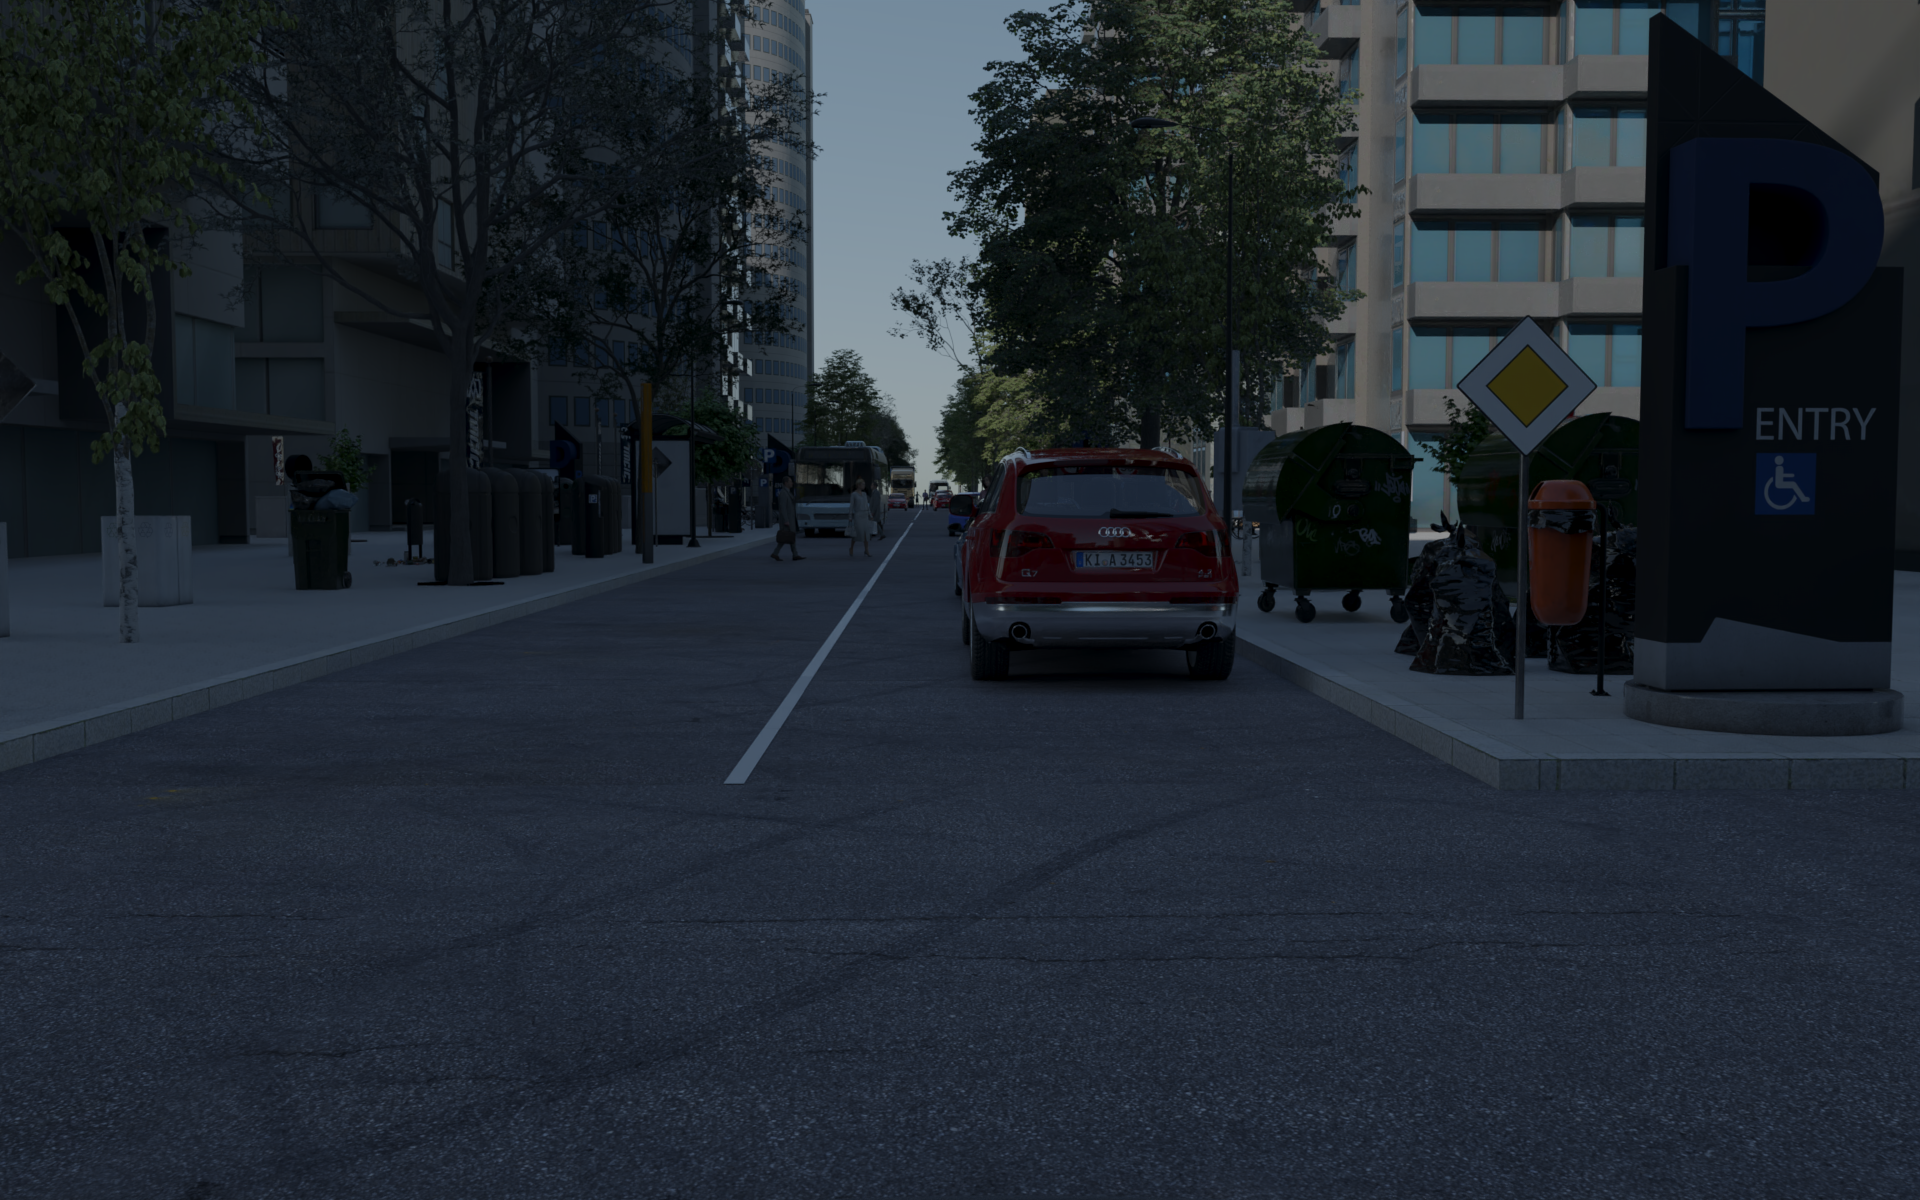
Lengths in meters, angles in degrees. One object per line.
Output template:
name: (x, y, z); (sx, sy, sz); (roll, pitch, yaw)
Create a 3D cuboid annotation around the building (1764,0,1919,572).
building: (26.200, -24.764, 28.598); (21.600, 48.544, 21.300); (0, 4, -1)

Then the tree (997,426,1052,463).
tree: (3.397, -5.824, 78.931); (4.285, 4.588, 4.351); (0, 3, 0)

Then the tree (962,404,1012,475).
tree: (2.226, -10.742, 125.989); (4.360, 8.622, 3.978); (0, 3, 0)

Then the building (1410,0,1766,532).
building: (24.049, -27.510, 69.390); (23.786, 49.044, 30.456); (0, 4, -1)

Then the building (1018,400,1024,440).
building: (21.847, -23.569, 230.396); (27.650, 21.520, 28.899); (0, 4, -1)

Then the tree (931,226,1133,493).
tree: (3.723, -9.256, 69.469); (7.486, 12.596, 7.792); (0, 3, 0)

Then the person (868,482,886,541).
person: (-2.661, -2.744, 53.462); (0.767, 1.812, 0.694); (0, 4, -4)

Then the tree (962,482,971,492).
tree: (1.008, -12.779, 203.544); (1.663, 3.219, 1.824); (0, 3, 0)

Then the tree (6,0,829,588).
tree: (-7.062, -6.956, 24.107); (12.009, 13.543, 11.850); (0, 3, 0)

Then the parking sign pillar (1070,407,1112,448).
parking sign pillar: (4.046, -3.971, 53.393); (1.447, 3.967, 1.447); (0, 4, 0)

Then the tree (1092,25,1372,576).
tree: (4.250, -4.679, 26.865); (4.737, 8.622, 4.395); (0, 3, 0)

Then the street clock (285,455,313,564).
street clock: (-12.120, -1.665, 31.789); (0.358, 2.002, 0.471); (1, 4, 22)

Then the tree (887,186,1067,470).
tree: (1.370, -15.473, 108.875); (12.611, 20.169, 13.585); (0, 3, 0)

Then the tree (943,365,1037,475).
tree: (2.170, -12.854, 135.913); (9.928, 11.665, 9.643); (0, 3, 0)

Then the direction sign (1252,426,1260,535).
direction sign: (9.094, -3.791, 53.972); (0.379, 3.537, 0.876); (-1, 4, -22)

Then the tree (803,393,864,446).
tree: (-8.866, -10.658, 124.614); (4.737, 8.622, 4.395); (0, 3, 0)

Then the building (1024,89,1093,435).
building: (18.792, -35.512, 204.316); (21.300, 48.544, 21.600); (0, 4, -1)

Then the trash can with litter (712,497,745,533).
trash can with litter: (-7.753, -2.840, 57.821); (1.055, 1.170, 0.624); (-2, 4, -30)

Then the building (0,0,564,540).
building: (-30.703, -29.073, 64.576); (28.713, 52.752, 27.495); (0, 4, -1)

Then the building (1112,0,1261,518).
building: (22.124, -48.432, 104.532); (22.319, 86.520, 31.000); (0, 4, -1)

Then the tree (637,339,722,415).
tree: (-12.909, -7.843, 78.599); (4.360, 8.622, 3.978); (0, 3, 0)

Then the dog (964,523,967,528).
dog: (0.160, -1.321, 38.434); (0.513, 0.831, 0.800); (1, 4, 9)

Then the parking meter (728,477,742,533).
parking meter: (-7.379, -3.128, 56.860); (0.399, 1.863, 0.255); (1, 4, 20)

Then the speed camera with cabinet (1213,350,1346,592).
speed camera with cabinet: (4.347, -1.783, 23.481); (0.660, 3.252, 2.038); (-3, 4, -36)

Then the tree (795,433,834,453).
tree: (-7.876, -6.682, 92.956); (4.285, 4.588, 4.351); (0, 3, 0)

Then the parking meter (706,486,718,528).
parking meter: (-9.252, -3.601, 64.586); (0.399, 1.863, 0.255); (-2, 4, -28)

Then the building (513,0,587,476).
building: (-25.917, -33.981, 97.584); (21.231, 58.520, 28.212); (0, 4, -1)

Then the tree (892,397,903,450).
tree: (-9.695, -15.208, 159.014); (12.009, 13.543, 11.850); (0, 3, 0)

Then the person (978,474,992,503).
person: (0.541, -1.581, 34.353); (0.555, 1.821, 0.388); (0, 4, 8)

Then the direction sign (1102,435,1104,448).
direction sign: (4.084, -3.518, 49.523); (0.379, 3.537, 0.876); (0, 4, 4)

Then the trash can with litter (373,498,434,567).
trash can with litter: (-10.203, -1.257, 31.609); (1.678, 1.210, 2.233); (0, 4, 4)

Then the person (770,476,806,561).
person: (-3.685, -1.748, 37.184); (0.767, 1.812, 0.694); (0, 4, 0)

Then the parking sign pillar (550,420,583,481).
parking sign pillar: (-14.171, -4.518, 62.349); (1.447, 3.967, 1.447); (2, 4, 34)

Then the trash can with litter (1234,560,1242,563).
trash can with litter: (4.263, -1.317, 32.597); (2.233, 1.210, 1.678); (3, 5, 45)

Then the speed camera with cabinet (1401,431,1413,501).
speed camera with cabinet: (13.261, -3.694, 54.729); (2.038, 3.252, 0.660); (1, 4, 16)

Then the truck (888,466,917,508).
truck: (-5.852, -11.517, 177.218); (2.839, 4.237, 11.283); (0, 4, -1)

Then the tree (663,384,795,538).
tree: (-7.511, -4.133, 51.287); (4.285, 4.588, 4.351); (0, 3, 0)

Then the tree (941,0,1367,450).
tree: (4.256, -8.065, 38.519); (9.857, 13.997, 8.962); (0, 3, 0)

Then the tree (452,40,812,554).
tree: (-6.928, -6.251, 36.616); (8.767, 10.594, 7.601); (1, 4, 8)

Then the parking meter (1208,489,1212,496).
parking meter: (10.959, -4.177, 76.707); (0.372, 1.533, 0.369); (0, 3, 0)

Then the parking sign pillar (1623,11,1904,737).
parking sign pillar: (4.555, -1.302, 9.752); (1.447, 3.967, 1.447); (0, 4, -3)

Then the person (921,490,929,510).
person: (-3.120, -8.986, 155.293); (0.709, 1.838, 0.599); (0, 4, -3)

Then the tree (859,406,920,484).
tree: (-10.665, -18.763, 223.789); (9.611, 12.733, 9.660); (0, 3, 0)

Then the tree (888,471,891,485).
tree: (-8.813, -12.545, 188.828); (4.285, 4.588, 4.351); (0, 3, 0)

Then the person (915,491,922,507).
person: (-4.639, -10.815, 186.107); (1.217, 1.735, 0.721); (-2, 4, -29)

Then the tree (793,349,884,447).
tree: (-9.380, -13.287, 135.375); (7.486, 12.596, 7.792); (0, 3, 0)

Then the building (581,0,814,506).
building: (-27.466, -39.603, 189.506); (21.231, 58.520, 28.212); (0, 4, -1)

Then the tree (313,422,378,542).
tree: (-16.368, -3.174, 46.502); (1.663, 3.219, 1.824); (0, 3, 0)

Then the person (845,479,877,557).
person: (-2.281, -1.887, 39.703); (0.694, 1.780, 0.624); (-2, 4, -29)

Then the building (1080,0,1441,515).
building: (21.176, -31.604, 136.335); (23.786, 49.044, 30.456); (0, 4, -1)

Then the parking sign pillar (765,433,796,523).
parking sign pillar: (-7.885, -5.366, 76.212); (1.447, 3.967, 1.447); (1, 4, 17)

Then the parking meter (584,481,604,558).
parking meter: (-7.338, -1.610, 34.734); (0.372, 1.533, 0.369); (0, 3, 0)

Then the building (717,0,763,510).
building: (-27.348, -31.041, 127.133); (23.786, 49.044, 30.456); (0, 4, -1)

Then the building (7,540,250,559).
building: (-29.166, -26.907, 29.168); (28.713, 52.752, 27.495); (0, 4, -1)

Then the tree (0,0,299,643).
tree: (-7.325, -3.924, 14.521); (4.737, 8.622, 4.395); (0, 3, 0)

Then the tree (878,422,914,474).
tree: (-9.422, -16.819, 209.396); (8.767, 10.594, 7.601); (2, 4, 24)
